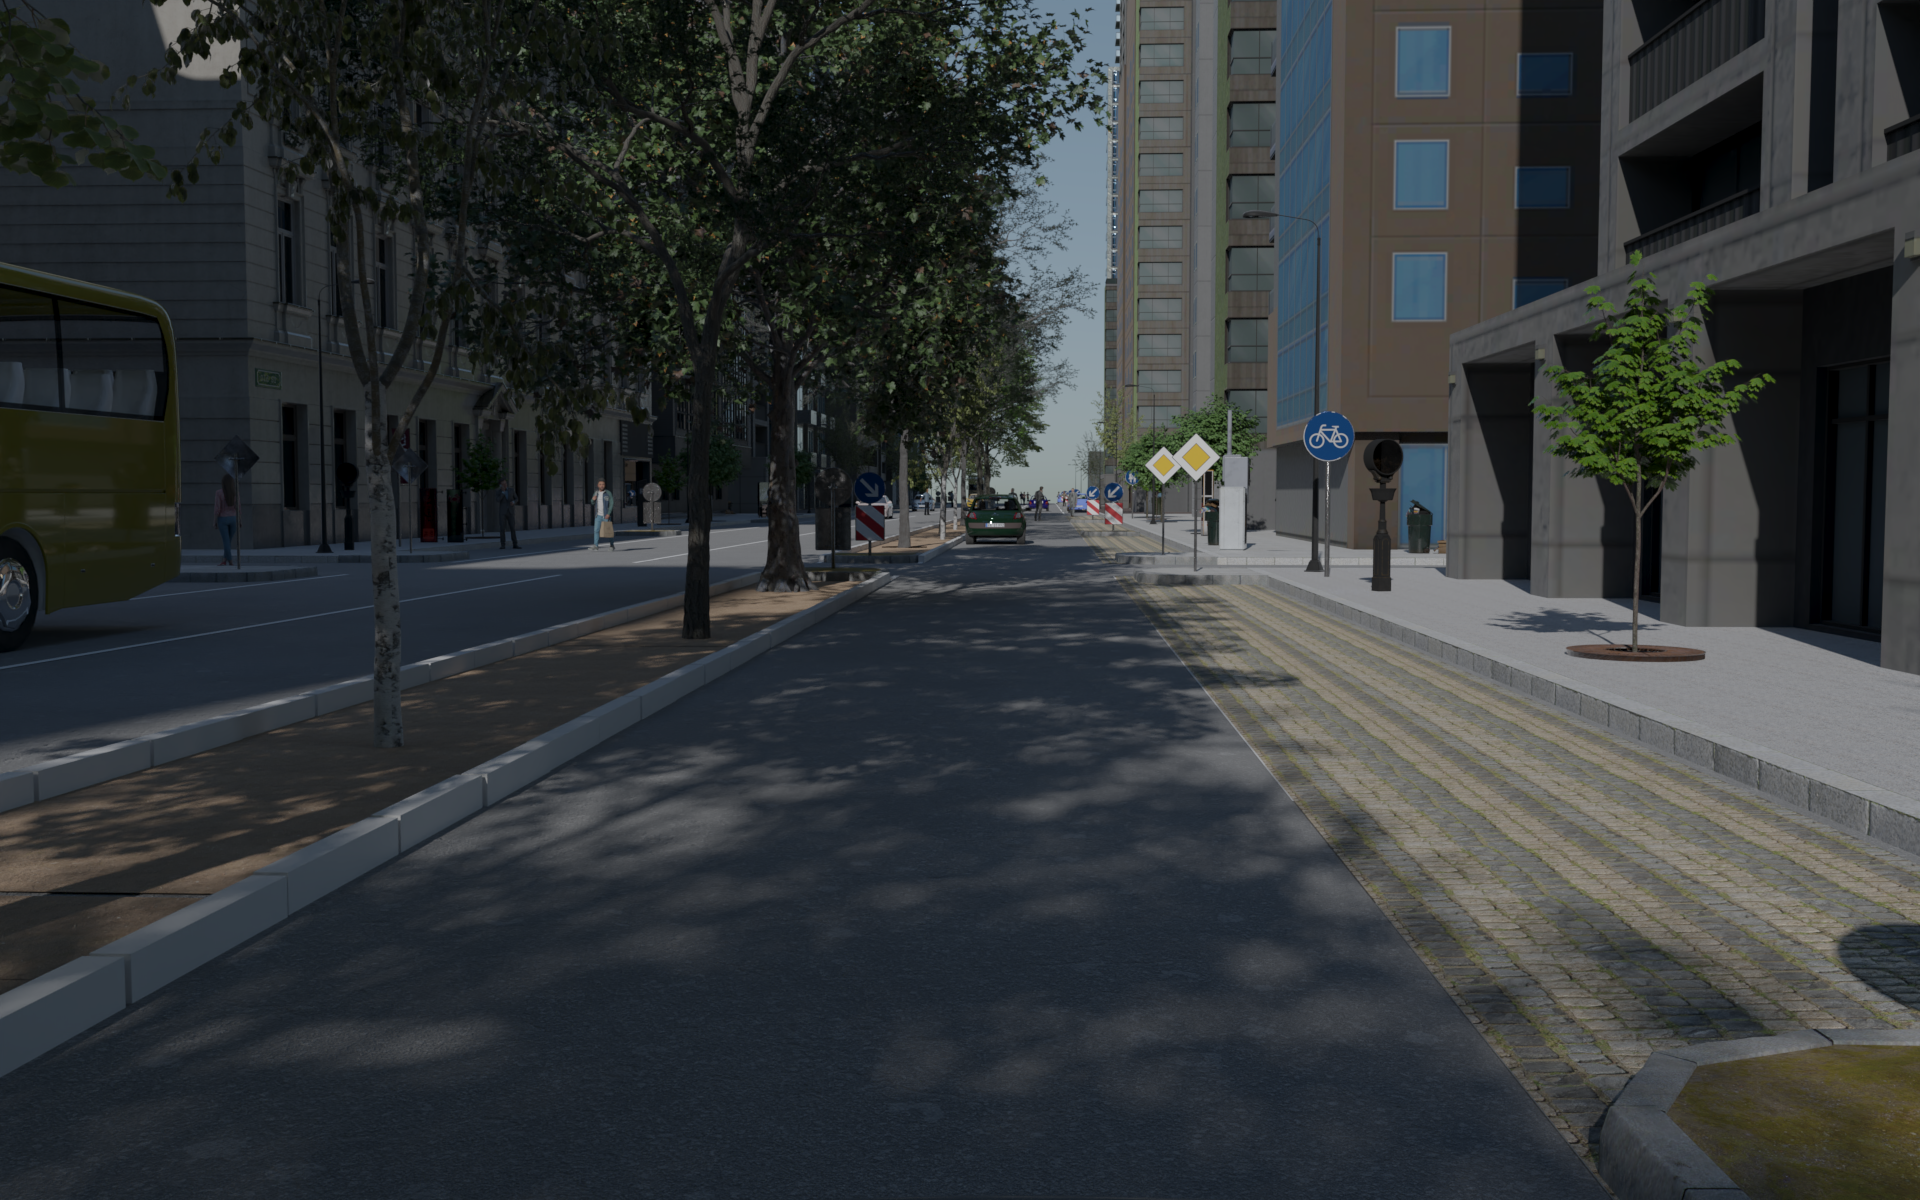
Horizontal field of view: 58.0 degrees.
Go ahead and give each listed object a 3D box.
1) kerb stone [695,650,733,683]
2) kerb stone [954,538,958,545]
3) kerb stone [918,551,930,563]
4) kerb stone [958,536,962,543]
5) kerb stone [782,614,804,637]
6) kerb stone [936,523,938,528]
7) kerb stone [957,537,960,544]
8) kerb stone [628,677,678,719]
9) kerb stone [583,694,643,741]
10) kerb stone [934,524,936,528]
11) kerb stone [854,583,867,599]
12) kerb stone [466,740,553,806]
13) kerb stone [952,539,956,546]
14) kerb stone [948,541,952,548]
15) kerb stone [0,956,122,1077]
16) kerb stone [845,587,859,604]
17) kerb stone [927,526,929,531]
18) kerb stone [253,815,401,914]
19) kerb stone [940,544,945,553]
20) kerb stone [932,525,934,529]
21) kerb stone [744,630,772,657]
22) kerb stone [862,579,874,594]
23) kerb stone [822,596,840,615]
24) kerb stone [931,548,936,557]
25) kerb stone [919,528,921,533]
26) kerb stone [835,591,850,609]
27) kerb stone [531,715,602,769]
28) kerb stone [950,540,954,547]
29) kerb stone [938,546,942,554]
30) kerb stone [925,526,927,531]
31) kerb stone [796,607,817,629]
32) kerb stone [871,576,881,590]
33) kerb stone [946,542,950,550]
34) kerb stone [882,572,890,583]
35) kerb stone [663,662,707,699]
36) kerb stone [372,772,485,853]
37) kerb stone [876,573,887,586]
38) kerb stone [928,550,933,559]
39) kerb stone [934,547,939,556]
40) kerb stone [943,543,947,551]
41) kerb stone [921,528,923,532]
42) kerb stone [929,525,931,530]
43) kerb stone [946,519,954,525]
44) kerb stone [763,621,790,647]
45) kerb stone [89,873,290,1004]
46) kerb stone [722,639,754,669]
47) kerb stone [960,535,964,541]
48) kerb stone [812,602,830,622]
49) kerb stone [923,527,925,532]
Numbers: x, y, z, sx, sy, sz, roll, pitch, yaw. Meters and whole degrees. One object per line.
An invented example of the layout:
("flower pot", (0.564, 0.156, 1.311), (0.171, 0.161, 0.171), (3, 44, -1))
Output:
("kerb stone", (-1.952, 0.528, 13.555), (0.120, 0.150, 1.000), (0, 4, 3))
("kerb stone", (-0.207, -1.570, 47.879), (0.120, 0.150, 1.000), (0, 4, 3))
("kerb stone", (-0.783, -0.882, 36.609), (0.120, 0.150, 1.000), (0, 4, 3))
("kerb stone", (-0.109, -1.695, 49.929), (0.120, 0.150, 1.000), (0, 4, 3))
("kerb stone", (-1.743, 0.277, 17.661), (0.120, 0.150, 1.000), (0, 4, 3))
("kerb stone", (-1.121, -3.015, 71.518), (0.120, 0.150, 1.000), (0, 4, 3))
("kerb stone", (-0.164, -1.633, 48.900), (0.120, 0.150, 1.000), (0, 4, 3))
("kerb stone", (-2.054, 0.654, 11.503), (0.120, 0.150, 1.000), (0, 4, 3))
("kerb stone", (-2.111, 0.716, 10.482), (0.120, 0.150, 1.000), (0, 4, 3))
("kerb stone", (-1.177, -2.954, 70.498), (0.120, 0.150, 1.000), (0, 4, 3))
("kerb stone", (-1.429, -0.094, 23.808), (0.120, 0.150, 1.000), (0, 4, 3))
("kerb stone", (-2.201, 0.841, 8.440), (0.120, 0.150, 1.000), (0, 4, 3))
("kerb stone", (-0.270, -1.508, 46.859), (0.120, 0.150, 1.000), (0, 4, 3))
("kerb stone", (-0.367, -1.383, 44.814), (0.120, 0.150, 1.000), (0, 4, 3))
("kerb stone", (-2.412, 1.098, 4.332), (0.120, 0.150, 1.000), (0, 4, 3))
("kerb stone", (-1.482, -0.036, 22.787), (0.120, 0.150, 1.000), (0, 4, 3))
("kerb stone", (-1.378, -2.705, 66.414), (0.120, 0.150, 1.000), (0, 4, 3))
("kerb stone", (-2.318, 0.970, 6.388), (0.120, 0.150, 1.000), (0, 4, 3))
("kerb stone", (-0.520, -1.195, 41.737), (0.120, 0.150, 1.000), (0, 4, 3))
("kerb stone", (-1.222, -2.884, 69.476), (0.120, 0.150, 1.000), (0, 4, 3))
("kerb stone", (-1.855, 0.406, 15.612), (0.120, 0.150, 1.000), (0, 4, 3))
("kerb stone", (-1.380, -0.158, 24.829), (0.120, 0.150, 1.000), (0, 4, 3))
("kerb stone", (-1.588, 0.090, 20.734), (0.120, 0.150, 1.000), (0, 4, 3))
("kerb stone", (-0.686, -1.003, 38.667), (0.120, 0.150, 1.000), (0, 4, 3))
("kerb stone", (-1.587, -2.454, 62.325), (0.120, 0.150, 1.000), (0, 4, 3))
("kerb stone", (-1.533, 0.027, 21.761), (0.120, 0.150, 1.000), (0, 4, 3))
("kerb stone", (-2.158, 0.779, 9.461), (0.120, 0.150, 1.000), (0, 4, 3))
("kerb stone", (-0.317, -1.444, 45.835), (0.120, 0.150, 1.000), (0, 4, 3))
("kerb stone", (-0.581, -1.132, 40.708), (0.120, 0.150, 1.000), (0, 4, 3))
("kerb stone", (-1.426, -2.639, 65.393), (0.120, 0.150, 1.000), (0, 4, 3))
("kerb stone", (-1.693, 0.215, 18.692), (0.120, 0.150, 1.000), (0, 4, 3))
("kerb stone", (-1.327, -0.217, 25.850), (0.120, 0.150, 1.000), (0, 4, 3))
("kerb stone", (-0.417, -1.319, 43.788), (0.120, 0.150, 1.000), (0, 4, 3))
("kerb stone", (-1.234, -0.347, 27.902), (0.120, 0.150, 1.000), (0, 4, 3))
("kerb stone", (-2.010, 0.591, 12.526), (0.120, 0.150, 1.000), (0, 4, 3))
("kerb stone", (-2.267, 0.904, 7.416), (0.120, 0.150, 1.000), (0, 4, 3))
("kerb stone", (-1.276, -0.287, 26.881), (0.120, 0.150, 1.000), (0, 4, 3))
("kerb stone", (-0.730, -0.945, 37.643), (0.120, 0.150, 1.000), (0, 4, 3))
("kerb stone", (-0.634, -1.070, 39.687), (0.120, 0.150, 1.000), (0, 4, 3))
("kerb stone", (-0.468, -1.258, 42.768), (0.120, 0.150, 1.000), (0, 4, 3))
("kerb stone", (-1.536, -2.517, 63.351), (0.120, 0.150, 1.000), (0, 4, 3))
("kerb stone", (-1.321, -2.767, 67.434), (0.120, 0.150, 1.000), (0, 4, 3))
("kerb stone", (-0.504, -3.764, 83.786), (0.120, 0.150, 1.000), (0, 4, 3))
("kerb stone", (-1.794, 0.341, 16.640), (0.120, 0.150, 1.000), (0, 4, 3))
("kerb stone", (-2.362, 1.038, 5.367), (0.120, 0.150, 1.000), (0, 4, 3))
("kerb stone", (-1.899, 0.471, 14.581), (0.120, 0.150, 1.000), (0, 4, 3))
("kerb stone", (-0.054, -1.752, 50.957), (0.120, 0.150, 1.000), (0, 4, 3))
("kerb stone", (-1.635, 0.153, 19.713), (0.120, 0.150, 1.000), (0, 4, 3))
("kerb stone", (-1.482, -2.579, 64.372), (0.120, 0.150, 1.000), (0, 4, 3))
